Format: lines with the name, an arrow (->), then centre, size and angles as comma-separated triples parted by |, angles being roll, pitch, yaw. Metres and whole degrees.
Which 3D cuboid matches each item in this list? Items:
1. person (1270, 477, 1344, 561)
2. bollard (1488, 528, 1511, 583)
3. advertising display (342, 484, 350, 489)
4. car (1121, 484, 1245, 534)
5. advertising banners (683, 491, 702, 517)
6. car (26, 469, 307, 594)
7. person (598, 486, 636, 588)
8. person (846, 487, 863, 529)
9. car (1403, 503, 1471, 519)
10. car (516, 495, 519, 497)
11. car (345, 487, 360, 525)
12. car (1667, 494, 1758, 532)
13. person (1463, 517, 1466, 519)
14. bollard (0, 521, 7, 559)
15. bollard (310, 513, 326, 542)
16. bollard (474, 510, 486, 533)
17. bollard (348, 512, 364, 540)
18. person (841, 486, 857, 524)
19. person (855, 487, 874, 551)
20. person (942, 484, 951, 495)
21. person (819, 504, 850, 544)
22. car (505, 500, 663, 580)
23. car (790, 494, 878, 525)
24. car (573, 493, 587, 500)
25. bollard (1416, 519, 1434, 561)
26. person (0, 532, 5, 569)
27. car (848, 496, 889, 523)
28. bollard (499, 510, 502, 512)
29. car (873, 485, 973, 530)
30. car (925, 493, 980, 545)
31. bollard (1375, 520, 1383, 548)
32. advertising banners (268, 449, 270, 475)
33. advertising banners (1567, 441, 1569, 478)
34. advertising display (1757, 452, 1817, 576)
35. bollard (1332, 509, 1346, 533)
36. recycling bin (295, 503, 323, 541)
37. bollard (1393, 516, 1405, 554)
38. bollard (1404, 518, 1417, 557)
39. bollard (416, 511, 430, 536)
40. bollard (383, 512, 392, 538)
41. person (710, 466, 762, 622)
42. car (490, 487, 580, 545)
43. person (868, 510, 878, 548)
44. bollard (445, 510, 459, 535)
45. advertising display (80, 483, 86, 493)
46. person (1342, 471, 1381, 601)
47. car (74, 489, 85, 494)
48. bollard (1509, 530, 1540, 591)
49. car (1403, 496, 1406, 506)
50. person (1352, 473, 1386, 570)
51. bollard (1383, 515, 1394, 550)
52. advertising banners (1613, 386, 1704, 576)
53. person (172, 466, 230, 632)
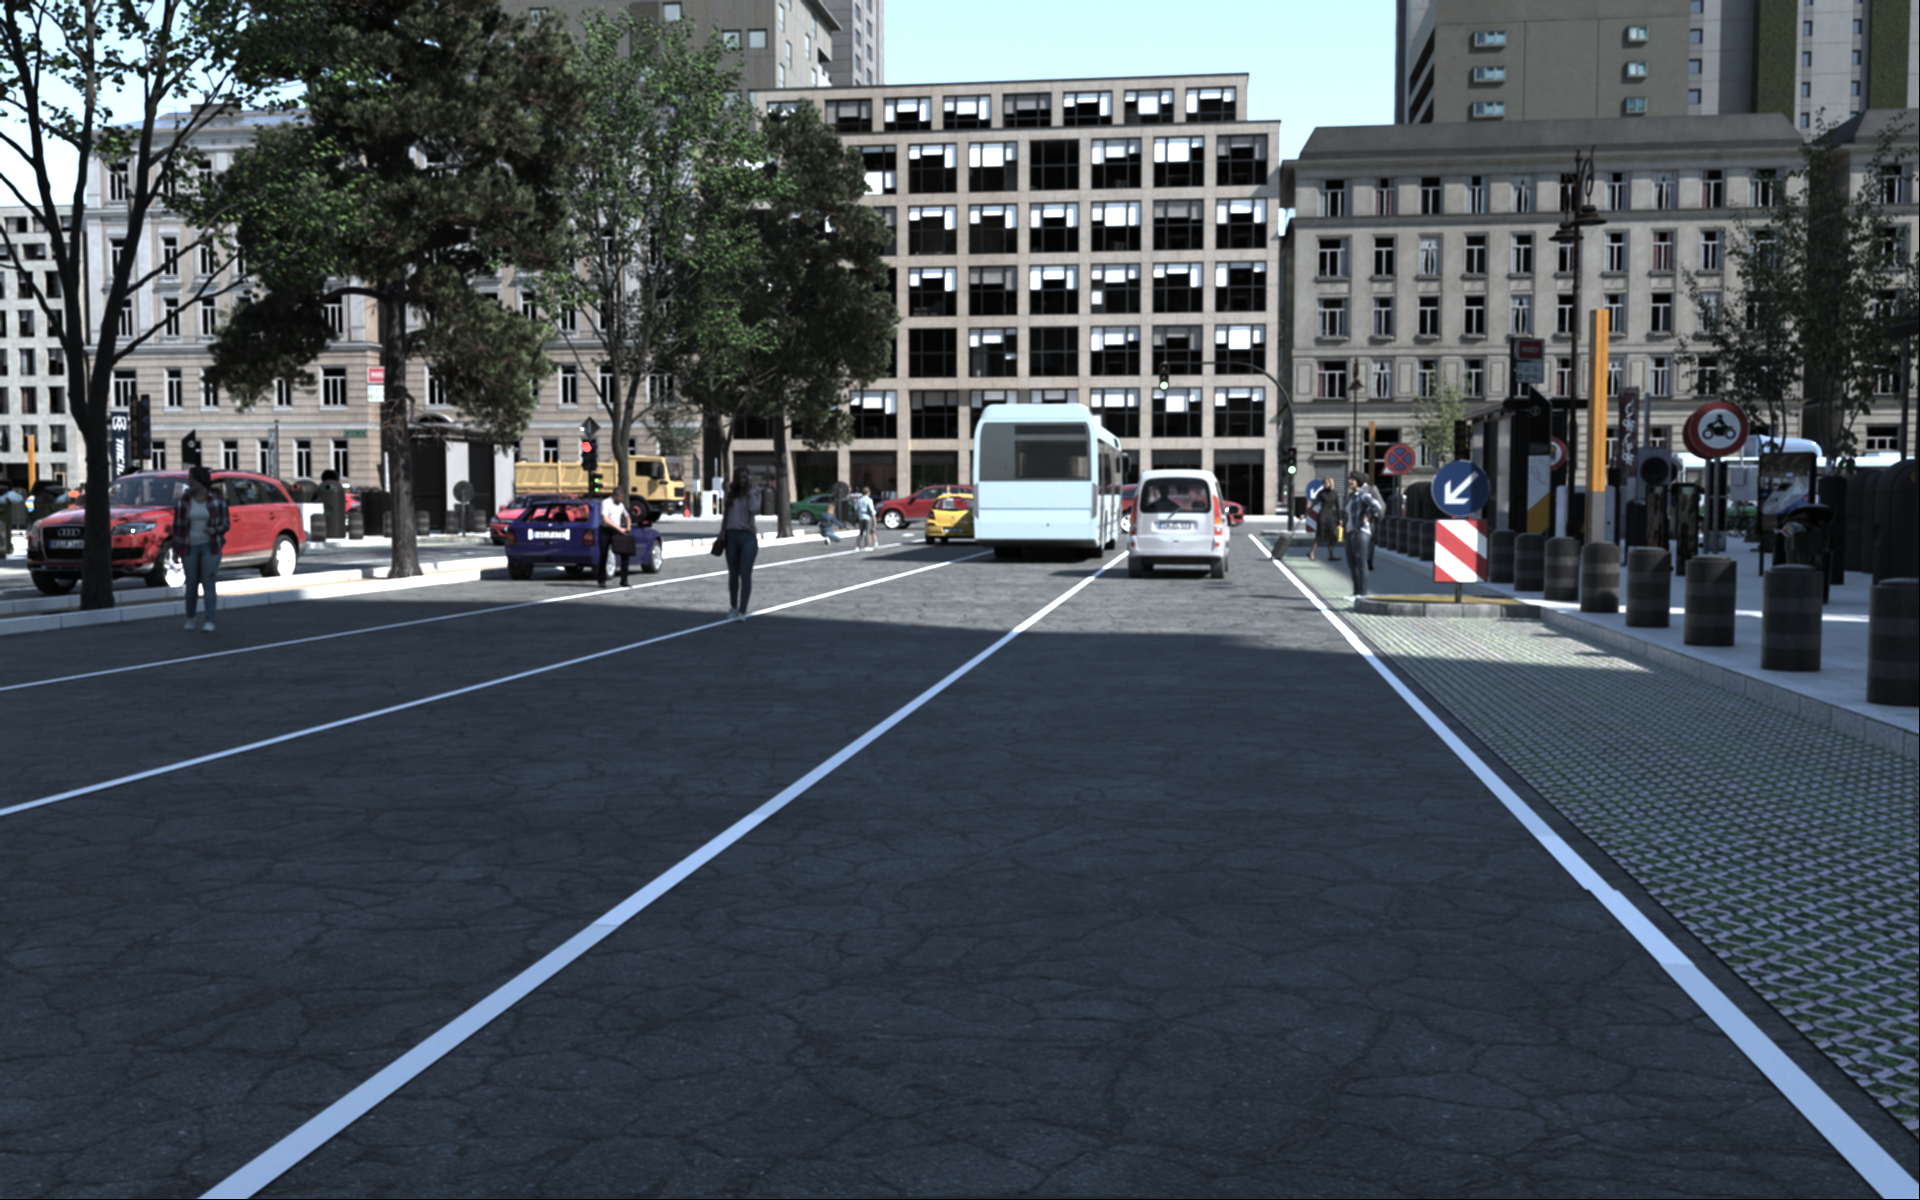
person -> 7.473, -1.736, 37.101 | 1.509, 1.804, 0.699 | 2, 4, 26
bollard -> 7.872, -0.633, 25.062 | 0.404, 0.777, 0.398 | 0, 3, 0
advertising display -> -37.874, -6.194, 106.483 | 0.123, 1.923, 0.974 | 1, 4, 23
car -> 7.748, -3.351, 63.455 | 5.304, 1.827, 2.281 | 0, 4, 7
advertising banners -> -15.160, -6.112, 96.119 | 0.090, 3.025, 2.074 | 3, 5, 40
car -> -12.015, -1.090, 26.495 | 2.281, 1.827, 5.304 | 0, 4, 7
person -> -5.251, -0.966, 26.502 | 0.590, 1.554, 0.614 | 3, 4, 36
person -> -4.265, -3.806, 71.453 | 0.841, 1.734, 0.376 | 2, 4, 27
car -> 19.138, -3.494, 66.169 | 4.494, 1.783, 2.155 | 1, 4, 9
car -> -20.752, -4.120, 79.372 | 4.499, 1.417, 2.014 | 0, 4, 7
car -> -26.388, -3.816, 71.426 | 4.494, 1.783, 2.155 | 0, 4, 6
car -> 27.013, -2.982, 60.551 | 4.920, 1.459, 2.131 | 1, 4, 10
person -> 18.258, -3.195, 63.112 | 0.453, 1.535, 0.546 | 0, 4, -2
bollard -> -19.035, -1.188, 34.141 | 0.404, 0.777, 0.398 | 0, 3, 0
bollard -> -17.250, -1.946, 46.533 | 0.404, 0.777, 0.398 | 0, 3, 0
bollard -> -15.766, -2.577, 56.852 | 0.404, 0.777, 0.398 | 0, 3, 0
bollard -> -16.954, -2.072, 48.601 | 0.404, 0.777, 0.398 | 0, 3, 0
person -> -5.221, -4.463, 81.576 | 0.767, 1.812, 0.694 | 0, 4, -6
person -> -2.387, -2.048, 43.801 | 0.589, 1.601, 0.330 | 3, 5, 41
person -> -0.422, -3.019, 58.424 | 0.480, 1.755, 0.524 | -1, 4, -17
person -> -3.750, -2.176, 49.581 | 1.012, 1.151, 0.738 | 3, 5, 39
car -> -6.459, -1.076, 30.168 | 1.945, 1.354, 3.894 | 0, 4, 8
car -> -5.598, -4.158, 79.778 | 4.920, 1.459, 2.131 | 0, 4, 7
car -> -19.662, -4.478, 82.251 | 4.494, 1.783, 2.155 | 1, 4, 9
bollard -> 9.054, -1.138, 33.320 | 0.404, 0.777, 0.398 | 0, 3, 0
person -> -18.344, -1.205, 32.875 | 0.373, 1.253, 0.362 | 1, 4, 13
car -> -3.978, -4.493, 86.041 | 3.894, 1.354, 1.945 | 0, 4, 6
bollard -> -15.467, -2.703, 58.918 | 0.404, 0.777, 0.398 | 0, 3, 0
car -> -0.935, -3.781, 70.491 | 5.304, 1.827, 2.281 | 1, 4, 10
car -> 0.088, -2.438, 50.092 | 2.015, 1.641, 3.980 | 1, 4, 8
bollard -> 10.244, -1.642, 41.566 | 0.404, 0.777, 0.398 | 0, 3, 0
advertising banners -> -25.205, -4.062, 62.603 | 0.090, 3.025, 2.074 | 0, 4, 3
advertising banners -> 19.959, -3.688, 56.495 | 0.090, 3.025, 2.074 | 1, 4, 11
advertising display -> 12.747, -1.316, 26.733 | 0.123, 1.923, 0.974 | -2, 4, -24
bollard -> 12.623, -2.653, 58.090 | 0.404, 0.777, 0.398 | 0, 3, 0
recycling bin -> -17.936, -2.132, 47.406 | 0.722, 1.027, 0.722 | 2, 4, 24
bollard -> 9.651, -1.390, 37.442 | 0.404, 0.777, 0.398 | 0, 3, 0
bollard -> 9.354, -1.264, 35.380 | 0.404, 0.777, 0.398 | 0, 3, 0
bollard -> -16.361, -2.325, 52.728 | 0.404, 0.777, 0.398 | 0, 3, 0
bollard -> -16.656, -2.198, 50.661 | 0.404, 0.777, 0.398 | 0, 3, 0
person -> -2.506, -0.645, 19.641 | 0.593, 1.750, 0.643 | 1, 4, 11
car -> -11.989, -2.483, 49.639 | 2.155, 1.783, 4.494 | 0, 4, 7
person -> -2.410, -1.968, 45.691 | 0.505, 1.210, 0.382 | 0, 4, -1
bollard -> -16.067, -2.451, 54.789 | 0.404, 0.777, 0.398 | 0, 3, 0
advertising display -> -50.482, -5.810, 100.211 | 0.123, 1.923, 0.974 | 1, 4, 14
person -> 5.328, -0.851, 23.131 | 0.376, 1.734, 0.841 | 0, 4, -1
car -> -37.753, -4.134, 76.623 | 4.494, 1.783, 2.155 | 0, 4, 7
bollard -> 7.568, -0.506, 22.982 | 0.404, 0.777, 0.398 | 0, 3, 0
car -> 21.648, -4.410, 84.469 | 4.827, 1.381, 2.083 | 1, 4, 9
person -> 7.660, -1.467, 32.593 | 0.679, 1.850, 0.850 | 1, 4, 9
bollard -> 9.946, -1.516, 39.503 | 0.404, 0.777, 0.398 | 0, 3, 0
advertising banners -> 11.148, -1.925, 27.662 | 0.090, 3.025, 2.074 | -1, 4, -16
person -> -7.945, -0.539, 18.148 | 0.563, 1.720, 0.643 | -1, 4, -14
